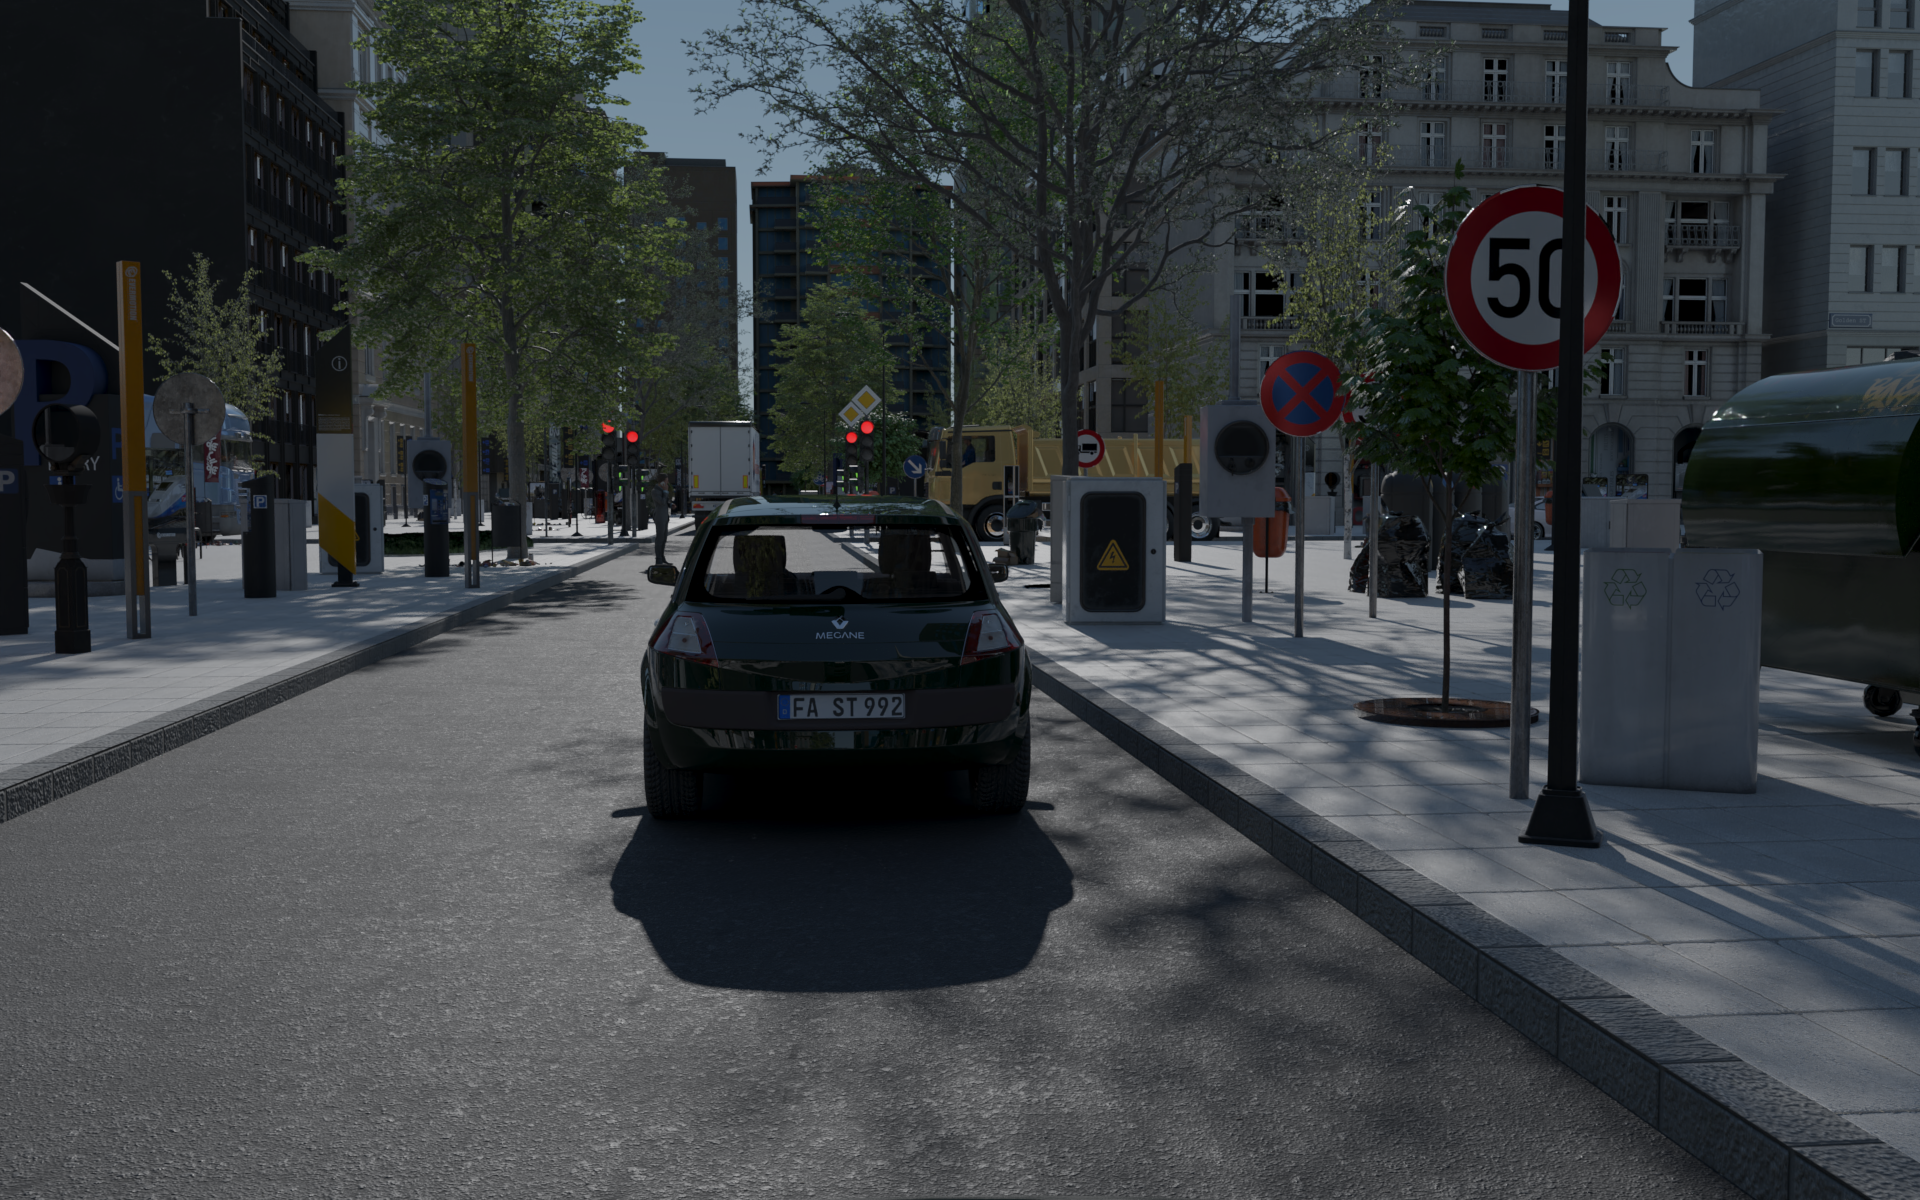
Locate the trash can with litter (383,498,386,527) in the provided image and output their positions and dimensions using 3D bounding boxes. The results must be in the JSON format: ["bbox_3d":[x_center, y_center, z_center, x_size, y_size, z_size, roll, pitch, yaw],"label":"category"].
[{"bbox_3d":[-22.322,-3.321,65.692,1.055,1.170,0.624,0,4,2],"label":"trash can with litter"}]

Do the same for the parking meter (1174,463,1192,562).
[{"bbox_3d":[4.231,-1.662,32.882,0.255,1.863,0.399,-1,4,-11],"label":"parking meter"}]

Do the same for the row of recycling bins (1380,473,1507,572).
[{"bbox_3d":[8.281,-1.382,29.709,1.069,1.692,3.534,3,5,43],"label":"row of recycling bins"}]

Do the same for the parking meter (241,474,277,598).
[{"bbox_3d":[-8.676,-0.796,21.432,0.372,1.533,0.369,0,3,0],"label":"parking meter"}]

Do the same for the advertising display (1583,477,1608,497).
[{"bbox_3d":[24.134,-3.708,65.840,0.974,1.923,0.123,-1,4,-9],"label":"advertising display"}]

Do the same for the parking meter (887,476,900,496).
[{"bbox_3d":[-2.177,-3.119,56.705,0.399,1.863,0.255,1,4,9],"label":"parking meter"}]

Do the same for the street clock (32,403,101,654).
[{"bbox_3d":[-7.164,-0.573,13.931,0.471,2.002,0.358,1,4,15],"label":"street clock"}]

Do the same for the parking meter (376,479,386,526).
[{"bbox_3d":[-23.188,-3.893,69.368,0.255,1.863,0.399,-2,4,-33],"label":"parking meter"}]

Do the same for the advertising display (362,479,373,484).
[{"bbox_3d":[-26.221,-4.352,76.370,0.974,1.923,0.123,2,4,33],"label":"advertising display"}]

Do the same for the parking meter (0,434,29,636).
[{"bbox_3d":[-8.724,-0.615,15.770,0.255,1.863,0.399,3,4,36],"label":"parking meter"}]

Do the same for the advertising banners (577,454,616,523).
[{"bbox_3d":[-15.819,-4.893,76.195,2.074,3.025,0.090,1,4,9],"label":"advertising banners"}]

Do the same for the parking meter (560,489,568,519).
[{"bbox_3d":[-20.135,-4.890,88.369,0.372,1.533,0.369,0,3,0],"label":"parking meter"}]

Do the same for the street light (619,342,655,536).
[{"bbox_3d":[-9.664,-4.892,52.521,1.470,5.913,1.316,0,4,-6],"label":"street light"}]

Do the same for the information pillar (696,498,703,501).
[{"bbox_3d":[-16.256,-7.149,108.243,0.504,3.616,0.183,-1,4,-20],"label":"information pillar"}]

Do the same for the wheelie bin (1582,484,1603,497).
[{"bbox_3d":[19.960,-2.885,55.077,0.980,1.594,0.693,-1,4,-22],"label":"wheelie bin"}]

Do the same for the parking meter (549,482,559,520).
[{"bbox_3d":[-20.214,-4.928,86.283,0.399,1.863,0.255,-3,4,-39],"label":"parking meter"}]

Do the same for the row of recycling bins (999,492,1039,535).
[{"bbox_3d":[1.805,-2.958,55.472,1.069,1.692,3.534,-1,4,-11],"label":"row of recycling bins"}]

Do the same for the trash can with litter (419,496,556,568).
[{"bbox_3d":[-8.485,-1.215,30.921,2.233,1.210,1.678,0,4,-8],"label":"trash can with litter"}]

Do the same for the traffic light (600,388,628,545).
[{"bbox_3d":[-8.838,-3.356,43.790,0.839,4.253,0.868,0,4,-6],"label":"traffic light"}]

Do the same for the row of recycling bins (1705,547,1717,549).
[{"bbox_3d":[8.596,-0.520,15.621,3.534,1.692,1.069,2,4,34],"label":"row of recycling bins"}]

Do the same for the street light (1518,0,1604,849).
[{"bbox_3d":[1.696,-2.059,6.205,1.470,5.913,1.316,0,4,-6],"label":"street light"}]

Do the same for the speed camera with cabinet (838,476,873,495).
[{"bbox_3d":[-3.998,-4.399,66.259,0.660,3.252,2.038,1,4,22],"label":"speed camera with cabinet"}]

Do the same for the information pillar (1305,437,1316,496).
[{"bbox_3d":[13.484,-4.619,66.876,0.183,3.616,0.504,-3,5,-43],"label":"information pillar"}]

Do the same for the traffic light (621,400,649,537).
[{"bbox_3d":[-9.729,-3.841,51.725,0.839,4.253,0.868,0,4,-6],"label":"traffic light"}]

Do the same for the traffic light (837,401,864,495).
[{"bbox_3d":[-3.310,-3.886,52.460,0.839,4.253,0.868,0,4,-6],"label":"traffic light"}]

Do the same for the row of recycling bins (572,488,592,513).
[{"bbox_3d":[-25.002,-6.651,115.861,1.069,1.692,3.534,1,4,20],"label":"row of recycling bins"}]

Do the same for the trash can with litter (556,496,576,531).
[{"bbox_3d":[-14.760,-2.995,60.031,2.233,1.210,1.678,-3,5,-42],"label":"trash can with litter"}]

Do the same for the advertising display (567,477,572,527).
[{"bbox_3d":[-15.090,-3.774,66.924,0.123,1.923,0.974,-1,4,-9],"label":"advertising display"}]

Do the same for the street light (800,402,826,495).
[{"bbox_3d":[-7.370,-7.029,87.473,1.470,5.913,1.316,0,4,-6],"label":"street light"}]

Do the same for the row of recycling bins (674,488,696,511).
[{"bbox_3d":[-19.715,-7.142,123.888,1.069,1.692,3.534,-2,4,-31],"label":"row of recycling bins"}]

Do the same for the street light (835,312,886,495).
[{"bbox_3d":[-2.493,-4.395,44.399,1.470,5.913,1.316,0,4,-6],"label":"street light"}]

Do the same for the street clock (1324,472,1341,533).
[{"bbox_3d":[12.277,-3.215,57.132,0.471,2.002,0.358,3,4,38],"label":"street clock"}]

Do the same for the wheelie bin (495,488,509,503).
[{"bbox_3d":[-25.641,-5.473,97.393,0.980,1.594,0.693,-2,4,-27],"label":"wheelie bin"}]

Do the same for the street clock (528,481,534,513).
[{"bbox_3d":[-24.267,-5.725,98.180,0.358,2.002,0.471,1,4,18],"label":"street clock"}]

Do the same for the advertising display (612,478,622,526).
[{"bbox_3d":[-13.799,-3.970,70.124,0.123,1.923,0.974,1,4,22],"label":"advertising display"}]

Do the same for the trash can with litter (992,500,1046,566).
[{"bbox_3d":[1.053,-1.217,31.277,0.624,1.170,1.055,2,4,32],"label":"trash can with litter"}]

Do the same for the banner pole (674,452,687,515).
[{"bbox_3d":[-16.697,-6.969,103.960,0.863,3.779,0.401,-1,4,-13],"label":"banner pole"}]

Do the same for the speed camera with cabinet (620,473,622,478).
[{"bbox_3d":[-14.253,-4.897,74.395,0.660,3.252,2.038,1,4,20],"label":"speed camera with cabinet"}]

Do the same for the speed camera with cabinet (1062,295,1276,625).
[{"bbox_3d":[2.053,-1.394,17.120,2.038,3.252,0.660,0,4,0],"label":"speed camera with cabinet"}]

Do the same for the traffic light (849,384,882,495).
[{"bbox_3d":[-2.419,-3.401,44.524,0.839,4.253,0.868,0,4,-6],"label":"traffic light"}]

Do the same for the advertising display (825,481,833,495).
[{"bbox_3d":[-6.065,-4.829,84.167,0.974,1.923,0.123,1,4,13],"label":"advertising display"}]

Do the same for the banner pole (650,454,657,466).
[{"bbox_3d":[-19.200,-7.256,108.644,0.863,3.779,0.401,2,4,34],"label":"banner pole"}]

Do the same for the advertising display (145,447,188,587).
[{"bbox_3d":[-11.108,-1.157,24.138,0.123,1.923,0.974,1,4,16],"label":"advertising display"}]

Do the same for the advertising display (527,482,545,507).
[{"bbox_3d":[-22.994,-5.460,94.486,0.974,1.923,0.123,0,4,4],"label":"advertising display"}]

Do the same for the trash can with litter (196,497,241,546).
[{"bbox_3d":[-18.498,-1.957,43.058,2.233,1.210,1.678,0,4,-6],"label":"trash can with litter"}]

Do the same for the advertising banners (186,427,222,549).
[{"bbox_3d":[-18.217,-2.724,40.719,2.074,3.025,0.090,1,4,13],"label":"advertising banners"}]

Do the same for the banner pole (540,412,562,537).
[{"bbox_3d":[-12.072,-3.739,51.149,0.863,3.779,0.401,2,4,32],"label":"banner pole"}]

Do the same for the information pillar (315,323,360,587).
[{"bbox_3d":[-8.574,-1.985,23.817,0.504,3.616,0.183,0,4,-8],"label":"information pillar"}]

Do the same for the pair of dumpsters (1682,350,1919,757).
[{"bbox_3d":[5.150,-0.327,7.838,1.574,2.255,4.437,0,4,-7],"label":"pair of dumpsters"}]

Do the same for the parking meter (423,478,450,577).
[{"bbox_3d":[-8.106,-1.125,26.807,0.372,1.533,0.369,0,3,0],"label":"parking meter"}]

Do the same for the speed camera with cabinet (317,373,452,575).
[{"bbox_3d":[-9.283,-2.056,27.949,2.038,3.252,0.660,-1,4,-19],"label":"speed camera with cabinet"}]

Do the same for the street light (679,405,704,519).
[{"bbox_3d":[-14.027,-7.227,90.694,1.470,5.913,1.316,0,4,-6],"label":"street light"}]

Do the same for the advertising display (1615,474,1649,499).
[{"bbox_3d":[21.383,-3.054,55.147,0.974,1.923,0.123,2,4,25],"label":"advertising display"}]

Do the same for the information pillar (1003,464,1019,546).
[{"bbox_3d":[1.278,-2.365,43.152,0.304,2.012,0.304,2,4,26],"label":"information pillar"}]

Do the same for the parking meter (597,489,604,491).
[{"bbox_3d":[-19.434,-5.218,93.722,0.372,1.533,0.369,0,3,0],"label":"parking meter"}]

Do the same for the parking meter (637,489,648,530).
[{"bbox_3d":[-11.461,-3.312,62.563,0.372,1.533,0.369,0,3,0],"label":"parking meter"}]
